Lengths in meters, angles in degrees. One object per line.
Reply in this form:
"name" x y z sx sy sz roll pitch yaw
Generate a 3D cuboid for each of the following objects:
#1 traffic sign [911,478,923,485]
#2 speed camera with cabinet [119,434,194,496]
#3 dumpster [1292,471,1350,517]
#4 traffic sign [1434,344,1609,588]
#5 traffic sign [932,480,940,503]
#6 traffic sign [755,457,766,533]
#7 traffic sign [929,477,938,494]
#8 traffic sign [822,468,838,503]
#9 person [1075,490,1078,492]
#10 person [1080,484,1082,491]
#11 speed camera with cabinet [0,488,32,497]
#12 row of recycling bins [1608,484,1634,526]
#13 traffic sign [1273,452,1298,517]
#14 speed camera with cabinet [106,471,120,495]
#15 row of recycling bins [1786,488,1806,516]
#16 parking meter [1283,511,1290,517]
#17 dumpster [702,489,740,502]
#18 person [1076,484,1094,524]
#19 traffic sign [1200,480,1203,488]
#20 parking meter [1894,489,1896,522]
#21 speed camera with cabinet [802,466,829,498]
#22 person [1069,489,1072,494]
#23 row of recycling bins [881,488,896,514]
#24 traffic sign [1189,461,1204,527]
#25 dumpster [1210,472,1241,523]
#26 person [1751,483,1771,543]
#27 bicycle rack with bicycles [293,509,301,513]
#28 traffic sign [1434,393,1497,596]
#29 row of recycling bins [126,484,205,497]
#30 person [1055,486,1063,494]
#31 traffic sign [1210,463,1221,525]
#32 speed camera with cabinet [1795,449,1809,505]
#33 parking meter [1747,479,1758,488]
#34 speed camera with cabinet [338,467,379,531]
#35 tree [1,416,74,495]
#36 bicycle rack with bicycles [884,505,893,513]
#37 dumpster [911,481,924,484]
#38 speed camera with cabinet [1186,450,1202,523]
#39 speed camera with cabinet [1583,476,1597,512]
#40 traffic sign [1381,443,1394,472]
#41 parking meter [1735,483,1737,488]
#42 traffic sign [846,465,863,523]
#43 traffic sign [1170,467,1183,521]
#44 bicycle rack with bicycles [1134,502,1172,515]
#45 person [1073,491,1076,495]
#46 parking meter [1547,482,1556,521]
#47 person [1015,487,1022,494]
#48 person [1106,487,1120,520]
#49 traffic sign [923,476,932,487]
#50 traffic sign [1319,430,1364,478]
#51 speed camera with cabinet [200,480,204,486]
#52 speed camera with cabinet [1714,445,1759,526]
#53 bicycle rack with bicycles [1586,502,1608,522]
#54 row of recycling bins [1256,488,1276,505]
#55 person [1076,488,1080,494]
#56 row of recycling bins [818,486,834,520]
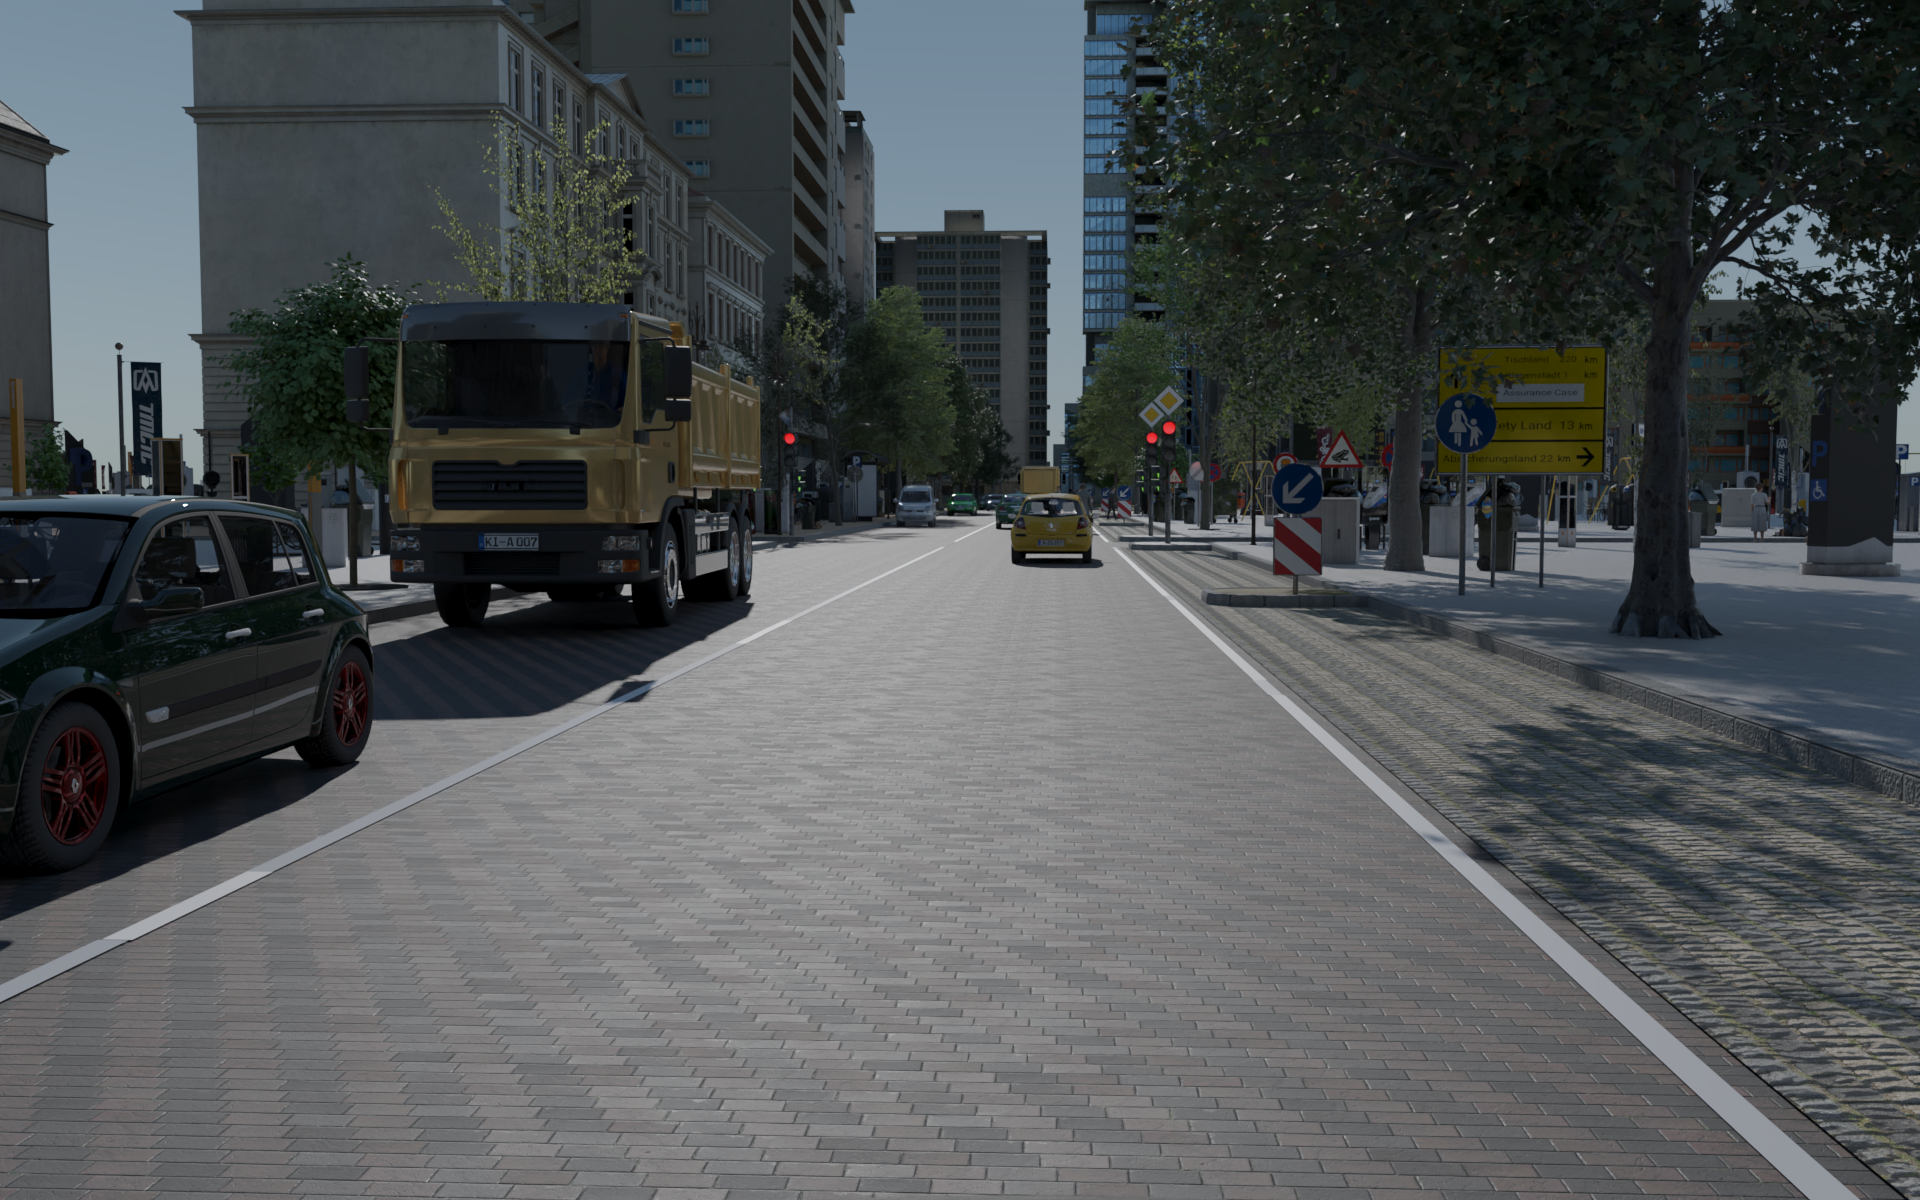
"traffic sign" -2.914 -7.198 117.696 0.884 2.594 0.081 0 4 7
"speed camera with cabinet" -26.328 -3.826 56.885 2.038 3.252 0.660 -1 4 -8
"dumpster" 8.434 -2.120 40.418 1.264 1.857 1.865 0 4 3
"traffic sign" 7.642 -1.822 23.662 2.265 3.308 0.079 0 4 8
"traffic sign" -1.804 -7.757 128.949 0.606 2.300 0.079 1 4 13
"traffic sign" -6.817 -3.507 57.445 0.768 2.556 0.104 1 4 11
"traffic sign" -1.982 -7.790 127.475 0.768 2.556 0.104 0 4 4
"traffic sign" -6.239 -5.081 83.180 0.768 2.556 0.104 0 4 7
"person" 10.093 -8.655 150.014 0.705 1.822 1.348 1 4 14
"person" 4.806 -3.751 69.682 0.795 1.843 0.661 1 4 16
"speed camera with cabinet" -25.889 -3.170 46.164 0.660 3.252 2.038 2 4 30
"row of recycling bins" 27.209 -3.814 69.476 1.069 1.692 3.534 -1 4 -10
"traffic sign" 9.977 -3.242 53.113 0.768 2.556 0.104 1 4 11
"speed camera with cabinet" -34.288 -4.658 70.488 0.660 3.252 2.038 -2 4 -35
"row of recycling bins" 50.777 -5.833 102.485 3.534 1.692 1.069 3 5 41
"parking meter" 16.092 -4.865 85.253 0.255 1.863 0.399 2 4 32
"dumpster" -8.176 -3.375 57.671 1.502 2.255 1.985 0 4 3
"person" 4.536 -3.328 63.011 0.694 1.812 0.767 1 4 11
"traffic sign" 11.056 -4.875 79.707 0.884 2.594 0.081 0 4 8
"parking meter" 36.915 -3.692 68.768 0.372 1.533 0.369 0 3 0
"speed camera with cabinet" -10.190 -7.886 123.266 2.038 3.252 0.660 1 4 21
"person" 9.287 -8.437 146.076 0.705 1.869 1.348 2 4 32
"row of recycling bins" -4.422 -6.455 112.659 3.534 1.692 1.069 -1 4 -16
"traffic sign" 9.302 -4.120 67.473 0.768 2.556 0.104 1 4 9
"dumpster" 11.586 -4.530 76.563 1.502 2.255 1.985 0 4 3
"person" 22.573 -2.432 48.827 0.480 1.755 0.524 2 4 35
"bicycle rack with bicycles" -15.924 -1.653 40.417 2.925 0.926 2.852 -1 4 -10
"traffic sign" 6.347 -1.329 21.830 0.768 2.556 0.104 0 4 4
"row of recycling bins" -31.560 -3.779 68.903 1.069 1.692 3.534 2 4 32
"person" 4.794 -4.626 84.164 0.581 1.822 0.654 0 4 6
"traffic sign" 10.412 -4.375 71.641 0.768 2.556 0.104 0 4 6
"speed camera with cabinet" 36.935 -4.914 74.685 0.660 3.252 2.038 -1 4 -21
"parking meter" 30.811 -3.774 67.409 0.399 1.863 0.255 -2 4 -35
"speed camera with cabinet" -20.431 -3.993 59.629 0.660 3.252 2.038 2 4 28
"tree" -22.419 -2.946 42.774 1.663 3.219 1.824 0 3 0
"bicycle rack with bicycles" -5.411 -5.773 107.777 2.852 0.926 2.925 -3 5 -40
"dumpster" -3.035 -7.183 119.939 1.502 2.255 1.985 0 4 3
"speed camera with cabinet" 10.426 -5.058 77.032 0.660 3.252 2.038 0 4 6
"speed camera with cabinet" 39.189 -7.051 109.617 2.038 3.252 0.660 3 5 41
"traffic sign" 10.664 -2.583 42.345 0.768 2.556 0.104 1 4 9
"parking meter" 41.635 -5.318 92.665 0.255 1.863 0.399 3 4 36
"traffic sign" -4.685 -4.710 77.112 0.768 2.556 0.104 0 4 6
"traffic sign" 10.335 -5.111 83.561 0.884 2.594 0.081 1 4 10
"bicycle rack with bicycles" 12.284 -5.799 108.195 2.925 0.926 2.852 -1 4 -12
"person" 12.324 -10.949 187.971 0.568 1.767 0.683 -1 4 -13
"parking meter" 28.158 -4.694 82.457 0.255 1.863 0.399 0 4 -4
"person" 3.340 -5.559 99.259 0.638 1.841 0.748 -2 4 -23
"person" 8.523 -5.395 96.492 0.755 1.850 0.659 1 4 14
"traffic sign" -2.403 -7.433 121.538 0.884 2.594 0.081 0 4 5
"traffic sign" 7.710 -2.144 35.051 0.884 2.594 0.081 1 4 11
"speed camera with cabinet" -45.193 -6.806 105.613 2.038 3.252 0.660 -3 5 -42
"speed camera with cabinet" 30.957 -4.601 69.564 2.038 3.252 0.660 0 4 1
"bicycle rack with bicycles" 30.322 -4.095 80.337 2.852 0.926 2.925 1 4 17
"row of recycling bins" 22.143 -6.942 120.615 3.534 1.692 1.069 0 4 7
"person" 7.751 -6.348 111.659 0.648 1.900 0.474 -3 5 -40
"row of recycling bins" -6.268 -4.904 87.289 1.069 1.692 3.534 1 4 17
